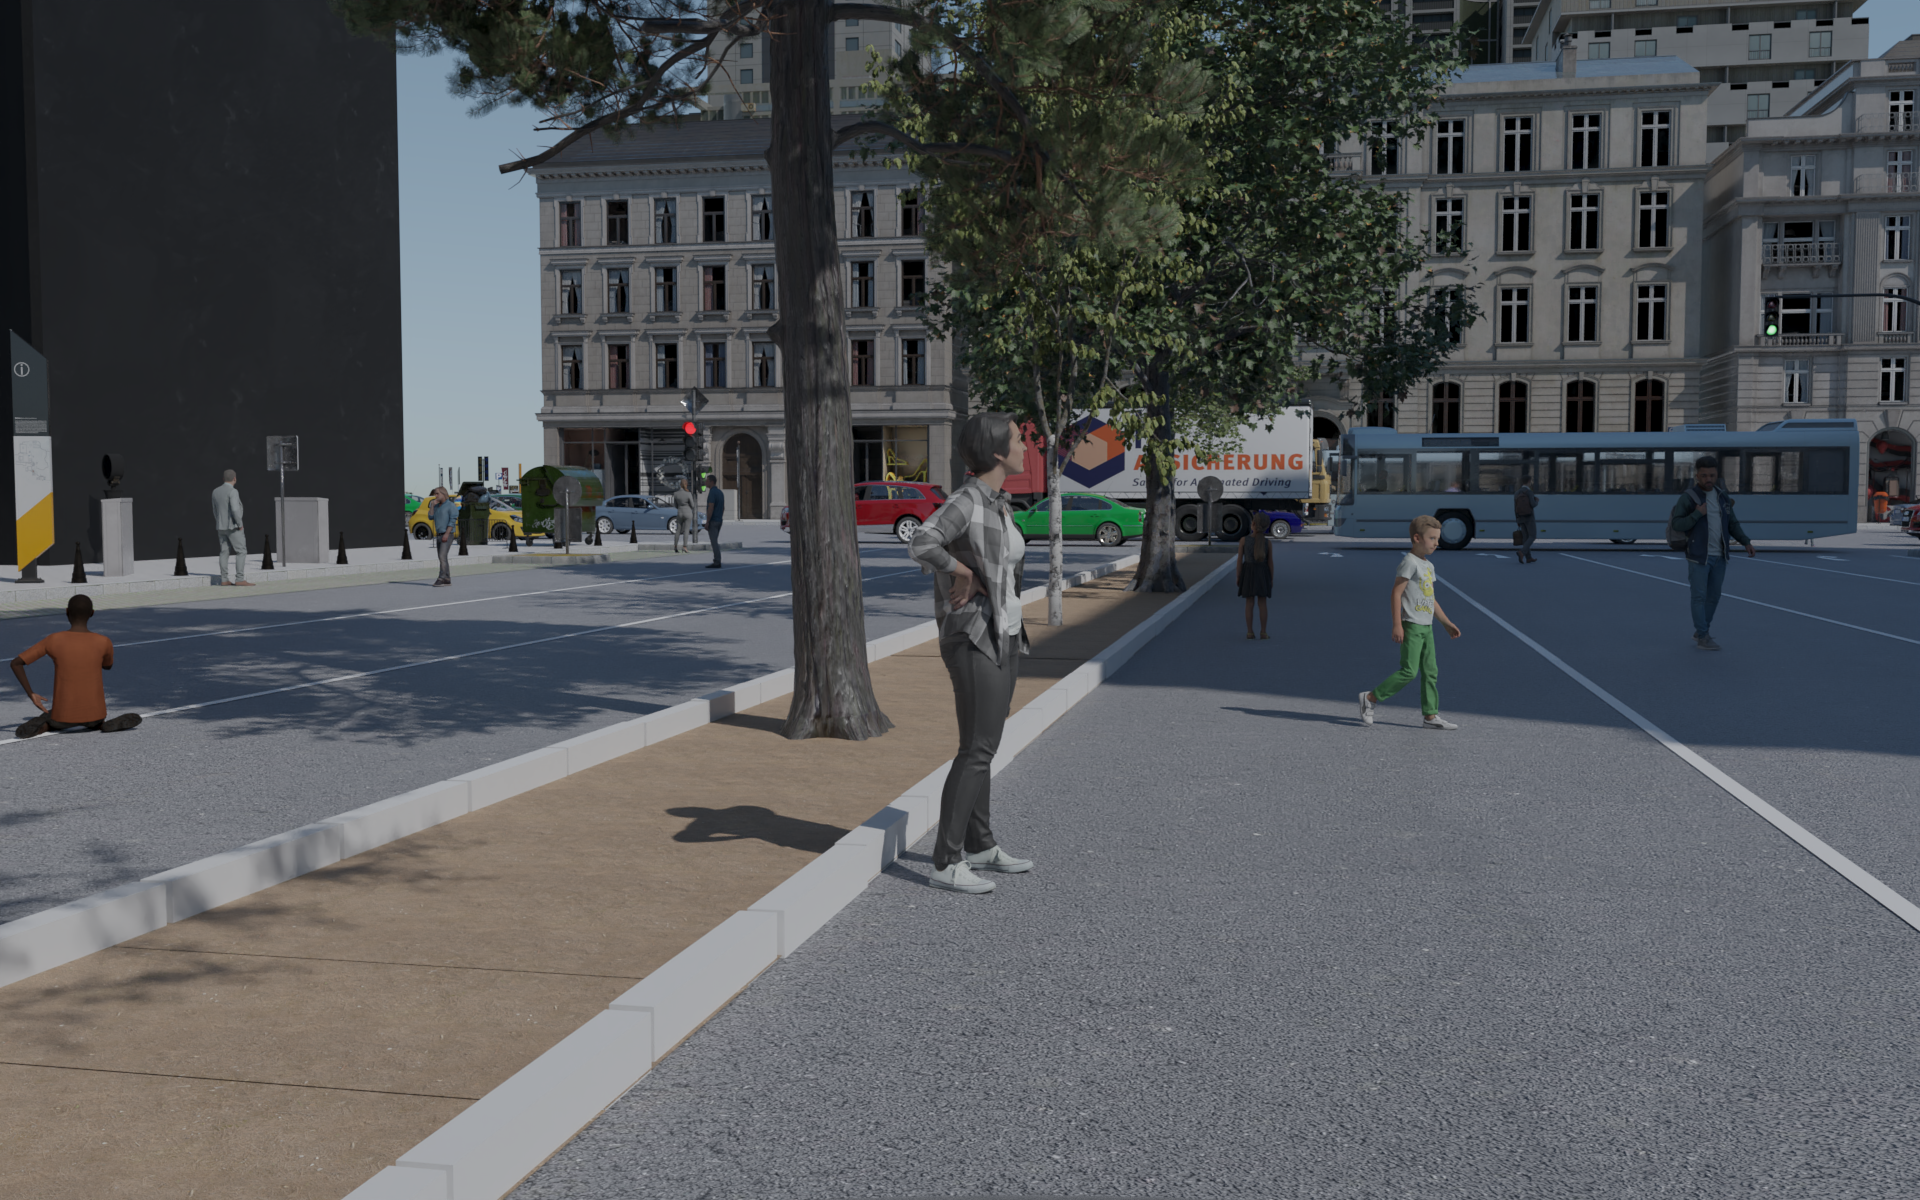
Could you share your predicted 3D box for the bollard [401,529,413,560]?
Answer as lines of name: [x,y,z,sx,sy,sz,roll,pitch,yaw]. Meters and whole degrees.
bollard: [-10.828,-1.091,33.876,0.229,0.601,0.229,0,3,0]

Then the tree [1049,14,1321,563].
tree: [4.269,-7.066,36.109,7.486,12.596,7.792,0,3,0]

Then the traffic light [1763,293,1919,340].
traffic light: [20.625,-3.947,39.204,4.771,5.953,1.251,1,4,12]

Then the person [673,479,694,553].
person: [-6.676,-2.026,41.897,0.520,1.790,0.573,0,4,-3]

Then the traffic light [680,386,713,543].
traffic light: [-6.891,-3.432,45.041,0.839,4.253,0.868,1,4,12]

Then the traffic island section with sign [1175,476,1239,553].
traffic island section with sign: [6.119,-2.115,42.716,2.006,1.907,1.989,1,4,12]

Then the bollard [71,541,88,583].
bollard: [-12.691,-0.544,24.935,0.229,0.601,0.229,0,3,0]

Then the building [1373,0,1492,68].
building: [63.878,-49.161,242.029,20.611,71.187,20.563,1,4,12]

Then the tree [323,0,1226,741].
tree: [-0.914,-6.134,10.163,7.806,13.903,7.818,0,3,0]

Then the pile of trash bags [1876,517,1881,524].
pile of trash bags: [40.707,-3.909,73.665,3.447,1.369,1.912,3,5,39]

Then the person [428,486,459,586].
person: [-8.017,-0.989,26.886,0.429,1.552,0.499,-2,4,-25]

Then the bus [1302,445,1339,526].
bus: [17.141,-4.075,61.484,13.247,3.499,2.948,1,4,11]

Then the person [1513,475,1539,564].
person: [11.689,-1.674,35.827,0.822,1.834,0.622,-2,4,-34]

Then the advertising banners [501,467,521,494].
advertising banners: [-29.011,-7.150,113.089,2.074,3.025,0.090,1,4,16]

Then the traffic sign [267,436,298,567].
traffic sign: [-11.922,-1.734,30.485,0.606,2.300,0.079,1,4,13]

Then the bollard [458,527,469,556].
bollard: [-10.362,-1.228,36.116,0.229,0.601,0.229,0,3,0]

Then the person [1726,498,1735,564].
person: [15.621,-1.411,35.483,0.435,1.345,0.340,1,4,17]

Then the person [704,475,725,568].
person: [-4.791,-1.527,33.589,0.434,1.807,0.598,2,4,26]

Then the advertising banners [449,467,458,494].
advertising banners: [-32.357,-7.036,111.234,0.090,3.025,2.074,-3,5,-41]

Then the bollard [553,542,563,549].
bollard: [-9.424,-1.502,40.600,0.229,0.601,0.229,0,3,0]

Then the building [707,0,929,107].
building: [-15.005,-46.243,194.317,20.611,71.187,20.563,1,4,12]

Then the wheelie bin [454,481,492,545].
wheelie bin: [-12.171,-2.172,43.425,0.693,1.594,0.980,3,4,36]

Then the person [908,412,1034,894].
person: [0.061,0.170,6.449,0.376,1.734,0.841,1,4,19]

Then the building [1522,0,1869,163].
building: [71.807,-35.631,171.798,28.713,52.752,27.495,1,4,12]

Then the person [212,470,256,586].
person: [-11.299,-1.114,26.816,0.635,1.810,0.391,1,4,23]

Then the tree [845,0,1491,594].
tree: [2.927,-6.467,25.198,9.611,12.733,9.660,0,3,0]

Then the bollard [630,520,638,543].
bollard: [-8.499,-1.776,45.071,0.229,0.601,0.229,0,3,0]

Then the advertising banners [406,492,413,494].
advertising banners: [-43.462,-8.443,134.225,2.074,3.025,0.090,0,4,-8]

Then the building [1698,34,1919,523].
building: [46.978,-14.563,79.901,24.055,21.916,13.314,1,4,12]

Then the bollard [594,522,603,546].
bollard: [-8.956,-1.639,42.834,0.229,0.601,0.229,0,3,0]

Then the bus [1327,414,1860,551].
bus: [15.474,-3.028,44.366,13.247,3.499,2.948,1,4,11]

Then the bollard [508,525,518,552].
bollard: [-9.899,-1.365,38.358,0.229,0.601,0.229,0,3,0]

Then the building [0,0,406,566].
building: [-22.717,-12.728,37.788,15.834,23.373,12.332,1,4,12]

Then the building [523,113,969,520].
building: [-19.219,-14.768,92.368,40.483,20.767,10.553,1,4,12]

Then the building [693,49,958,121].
building: [-6.161,-28.359,155.548,32.217,40.220,23.993,1,4,12]

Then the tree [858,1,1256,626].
tree: [1.025,-4.005,18.301,4.737,8.622,4.395,0,3,0]

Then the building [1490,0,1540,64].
building: [84.196,-48.853,237.003,20.611,71.187,20.563,1,4,12]

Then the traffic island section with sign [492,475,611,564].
traffic island section with sign: [-8.437,-1.690,36.262,1.989,1.847,2.006,1,4,12]

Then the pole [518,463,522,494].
pole: [-29.276,-7.430,115.318,0.158,3.312,0.155,0,3,0]

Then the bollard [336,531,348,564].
bollard: [-11.294,-0.954,31.641,0.229,0.601,0.229,0,3,0]

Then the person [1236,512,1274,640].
person: [2.904,-0.237,17.048,0.362,1.253,0.373,1,4,13]

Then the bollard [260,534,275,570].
bollard: [-11.762,-0.817,29.406,0.229,0.601,0.229,0,3,0]

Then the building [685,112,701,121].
building: [-31.579,-33.687,200.887,14.200,45.320,14.600,1,4,12]

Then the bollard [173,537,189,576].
bollard: [-12.229,-0.681,27.171,0.229,0.601,0.229,0,3,0]

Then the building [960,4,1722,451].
building: [17.952,-16.345,86.318,34.723,24.649,14.460,1,4,12]
